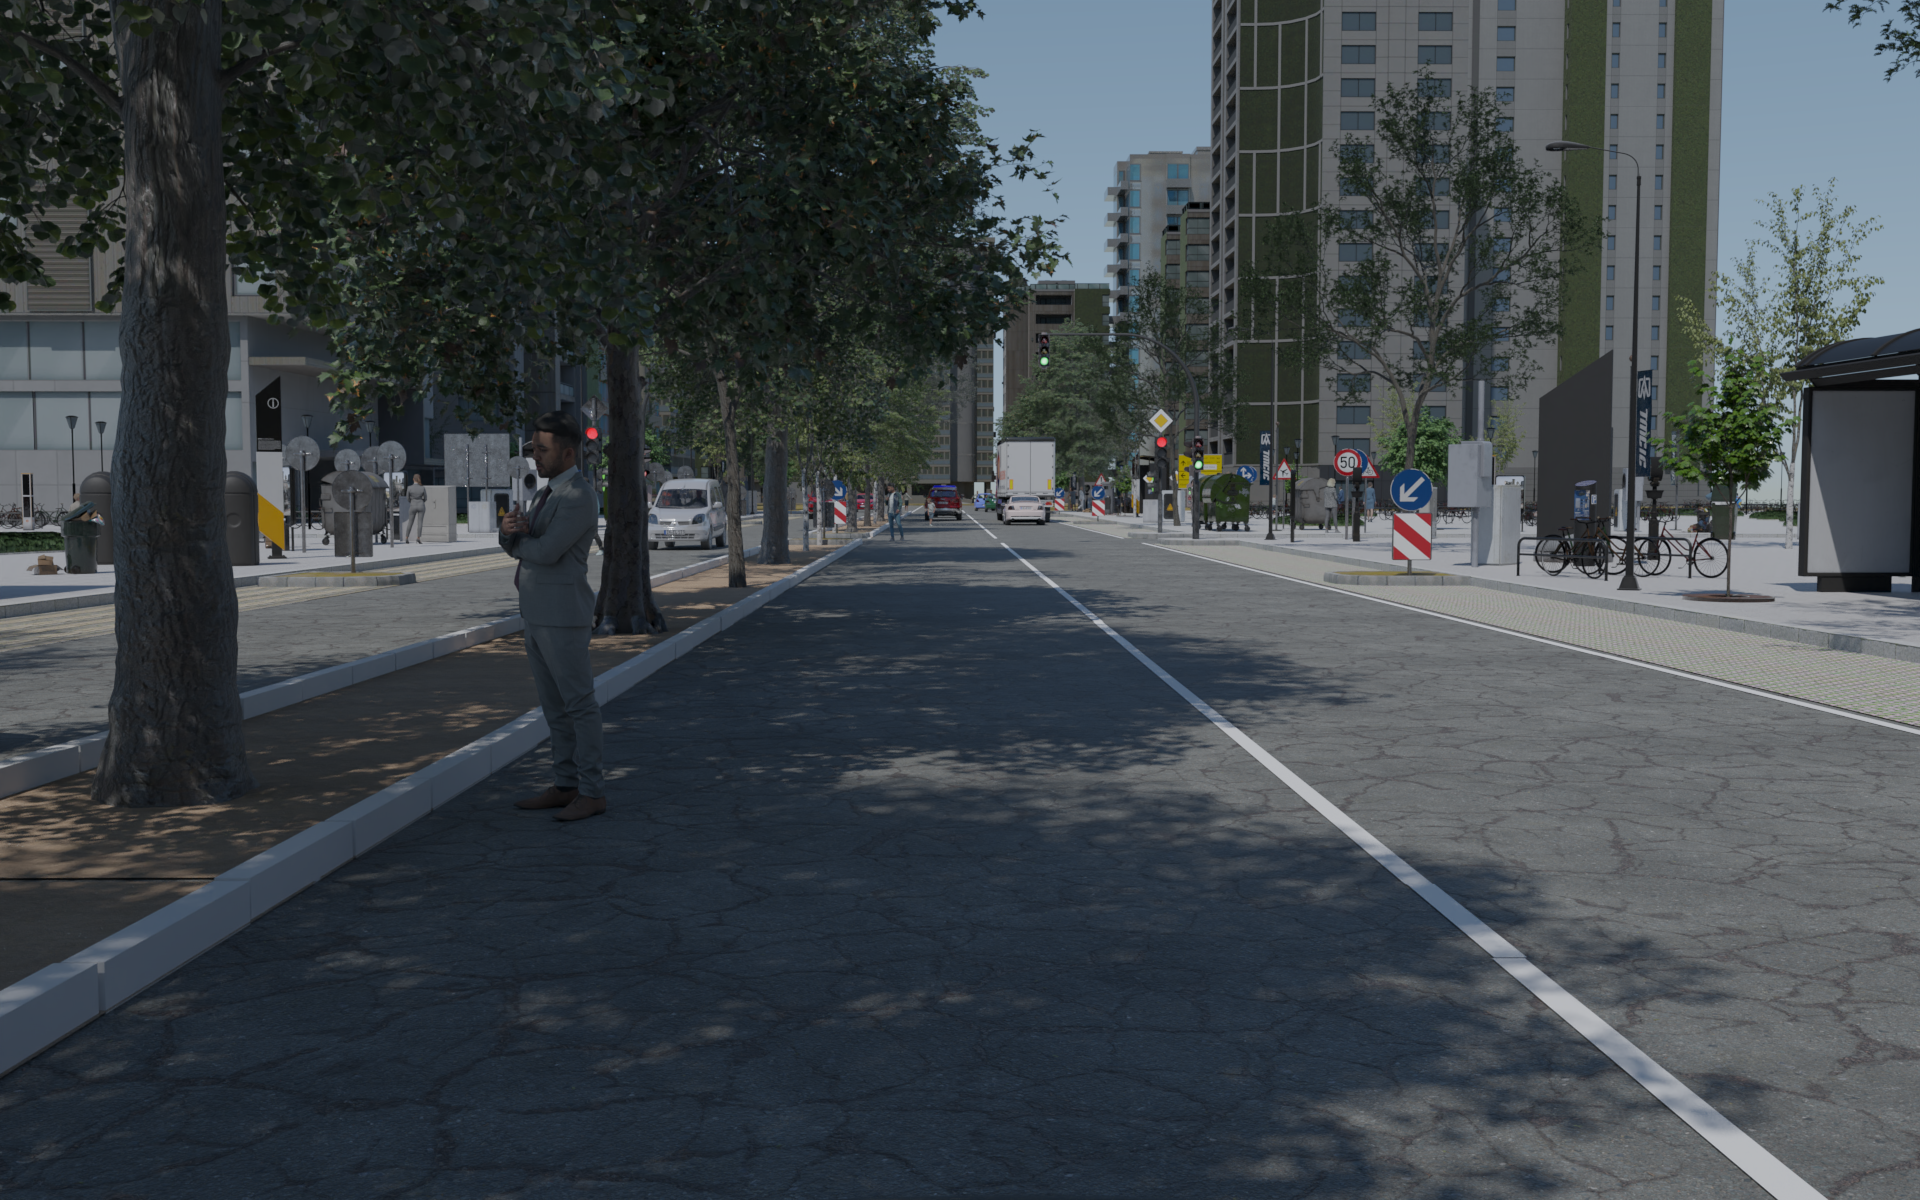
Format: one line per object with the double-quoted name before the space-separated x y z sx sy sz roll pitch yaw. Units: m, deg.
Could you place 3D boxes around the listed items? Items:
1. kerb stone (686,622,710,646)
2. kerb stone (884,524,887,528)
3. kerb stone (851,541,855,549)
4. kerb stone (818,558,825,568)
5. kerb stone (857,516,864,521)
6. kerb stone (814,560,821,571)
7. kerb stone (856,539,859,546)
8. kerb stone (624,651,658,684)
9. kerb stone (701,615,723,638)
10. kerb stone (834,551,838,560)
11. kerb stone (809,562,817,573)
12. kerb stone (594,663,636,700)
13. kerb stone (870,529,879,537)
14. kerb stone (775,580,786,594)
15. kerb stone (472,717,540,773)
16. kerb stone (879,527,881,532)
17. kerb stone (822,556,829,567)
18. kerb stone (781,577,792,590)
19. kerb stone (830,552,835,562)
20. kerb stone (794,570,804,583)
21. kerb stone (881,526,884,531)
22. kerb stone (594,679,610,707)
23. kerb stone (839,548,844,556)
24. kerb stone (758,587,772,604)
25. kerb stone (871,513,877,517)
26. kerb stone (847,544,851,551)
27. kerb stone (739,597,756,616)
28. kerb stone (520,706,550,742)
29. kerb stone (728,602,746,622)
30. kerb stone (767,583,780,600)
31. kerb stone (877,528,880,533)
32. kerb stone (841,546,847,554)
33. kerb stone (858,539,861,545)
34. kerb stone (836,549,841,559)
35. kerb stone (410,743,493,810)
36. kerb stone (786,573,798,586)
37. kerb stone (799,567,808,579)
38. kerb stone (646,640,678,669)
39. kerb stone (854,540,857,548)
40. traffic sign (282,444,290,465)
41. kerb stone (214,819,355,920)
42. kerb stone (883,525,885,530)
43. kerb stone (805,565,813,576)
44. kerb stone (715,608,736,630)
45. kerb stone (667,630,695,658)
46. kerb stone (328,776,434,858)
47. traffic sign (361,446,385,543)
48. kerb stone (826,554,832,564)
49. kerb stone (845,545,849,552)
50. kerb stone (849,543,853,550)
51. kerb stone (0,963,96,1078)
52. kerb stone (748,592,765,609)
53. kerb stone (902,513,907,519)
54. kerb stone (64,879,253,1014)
"kerb stone" -2.542 0.348 16.533 0.120 0.150 1.000 0 4 -1
"kerb stone" -3.065 -2.823 68.356 0.120 0.150 1.000 0 4 -1
"kerb stone" -2.825 -1.340 44.210 0.120 0.150 1.000 0 4 -1
"kerb stone" -2.708 -0.657 32.933 0.120 0.150 1.000 0 4 -1
"kerb stone" -5.453 -4.454 95.014 0.120 0.150 1.000 0 4 -1
"kerb stone" -2.696 -0.594 31.911 0.120 0.150 1.000 0 4 -1
"kerb stone" -2.842 -1.472 46.264 0.120 0.150 1.000 0 4 -1
"kerb stone" -2.506 0.539 13.453 0.120 0.150 1.000 0 4 -1
"kerb stone" -2.555 0.284 17.564 0.120 0.150 1.000 0 4 -1
"kerb stone" -2.746 -0.905 37.032 0.120 0.150 1.000 0 4 -1
"kerb stone" -2.688 -0.530 30.890 0.120 0.150 1.000 0 4 -1
"kerb stone" -2.492 0.597 12.430 0.120 0.150 1.000 0 4 -1
"kerb stone" -2.988 -2.322 60.167 0.120 0.150 1.000 0 4 -1
"kerb stone" -2.624 -0.156 24.748 0.120 0.150 1.000 0 4 -1
"kerb stone" -2.461 0.785 9.359 0.120 0.150 1.000 0 4 -1
"kerb stone" -3.016 -2.448 62.213 0.120 0.150 1.000 0 4 -1
"kerb stone" -2.716 -0.719 33.958 0.120 0.150 1.000 0 4 -1
"kerb stone" -2.640 -0.211 25.772 0.120 0.150 1.000 0 4 -1
"kerb stone" -2.739 -0.844 36.002 0.120 0.150 1.000 0 4 -1
"kerb stone" -2.648 -0.339 27.819 0.120 0.150 1.000 0 4 -1
"kerb stone" -3.039 -2.636 65.290 0.120 0.150 1.000 0 4 -1
"kerb stone" -2.481 0.662 11.403 0.120 0.150 1.000 0 4 -1
"kerb stone" -2.766 -1.033 39.085 0.120 0.150 1.000 0 4 -1
"kerb stone" -2.605 -0.030 22.690 0.120 0.150 1.000 0 4 -1
"kerb stone" -5.656 -5.706 115.511 0.120 0.150 1.000 0 4 -1
"kerb stone" -2.805 -1.221 42.166 0.120 0.150 1.000 0 4 -1
"kerb stone" -2.577 0.095 20.638 0.120 0.150 1.000 0 4 -1
"kerb stone" -2.478 0.723 10.381 0.120 0.150 1.000 0 4 -1
"kerb stone" -2.568 0.158 19.615 0.120 0.150 1.000 0 4 -1
"kerb stone" -2.609 -0.094 23.726 0.120 0.150 1.000 0 4 -1
"kerb stone" -3.006 -2.385 61.190 0.120 0.150 1.000 0 4 -1
"kerb stone" -2.775 -1.096 40.114 0.120 0.150 1.000 0 4 -1
"kerb stone" -2.857 -1.535 47.293 0.120 0.150 1.000 0 4 -1
"kerb stone" -2.757 -0.970 38.061 0.120 0.150 1.000 0 4 -1
"kerb stone" -2.451 0.848 8.337 0.120 0.150 1.000 0 4 -1
"kerb stone" -2.644 -0.281 26.796 0.120 0.150 1.000 0 4 -1
"kerb stone" -2.665 -0.406 28.841 0.120 0.150 1.000 0 4 -1
"kerb stone" -2.521 0.474 14.485 0.120 0.150 1.000 0 4 -1
"kerb stone" -2.838 -1.408 45.236 0.120 0.150 1.000 0 4 -1
"traffic sign" -17.041 -2.639 43.258 0.768 2.556 0.104 0 4 2
"kerb stone" -2.436 0.973 6.288 0.120 0.150 1.000 0 4 -1
"kerb stone" -3.051 -2.698 66.312 0.120 0.150 1.000 0 4 -1
"kerb stone" -2.675 -0.469 29.863 0.120 0.150 1.000 0 4 -1
"kerb stone" -2.552 0.221 18.587 0.120 0.150 1.000 0 4 -1
"kerb stone" -2.525 0.409 15.508 0.120 0.150 1.000 0 4 -1
"kerb stone" -2.441 0.910 7.310 0.120 0.150 1.000 0 4 -1
"traffic sign" -15.450 -2.794 45.780 0.768 2.556 0.104 0 4 0
"kerb stone" -2.723 -0.782 34.980 0.120 0.150 1.000 0 4 -1
"kerb stone" -2.790 -1.158 41.138 0.120 0.150 1.000 0 4 -1
"kerb stone" -2.812 -1.279 43.188 0.120 0.150 1.000 0 4 -1
"kerb stone" -2.415 1.099 4.244 0.120 0.150 1.000 0 4 -1
"kerb stone" -2.588 0.033 21.660 0.120 0.150 1.000 0 4 -1
"kerb stone" -3.468 -5.144 106.294 0.120 0.150 1.000 0 4 -1
"kerb stone" -2.419 1.041 5.266 0.120 0.150 1.000 0 4 -1
